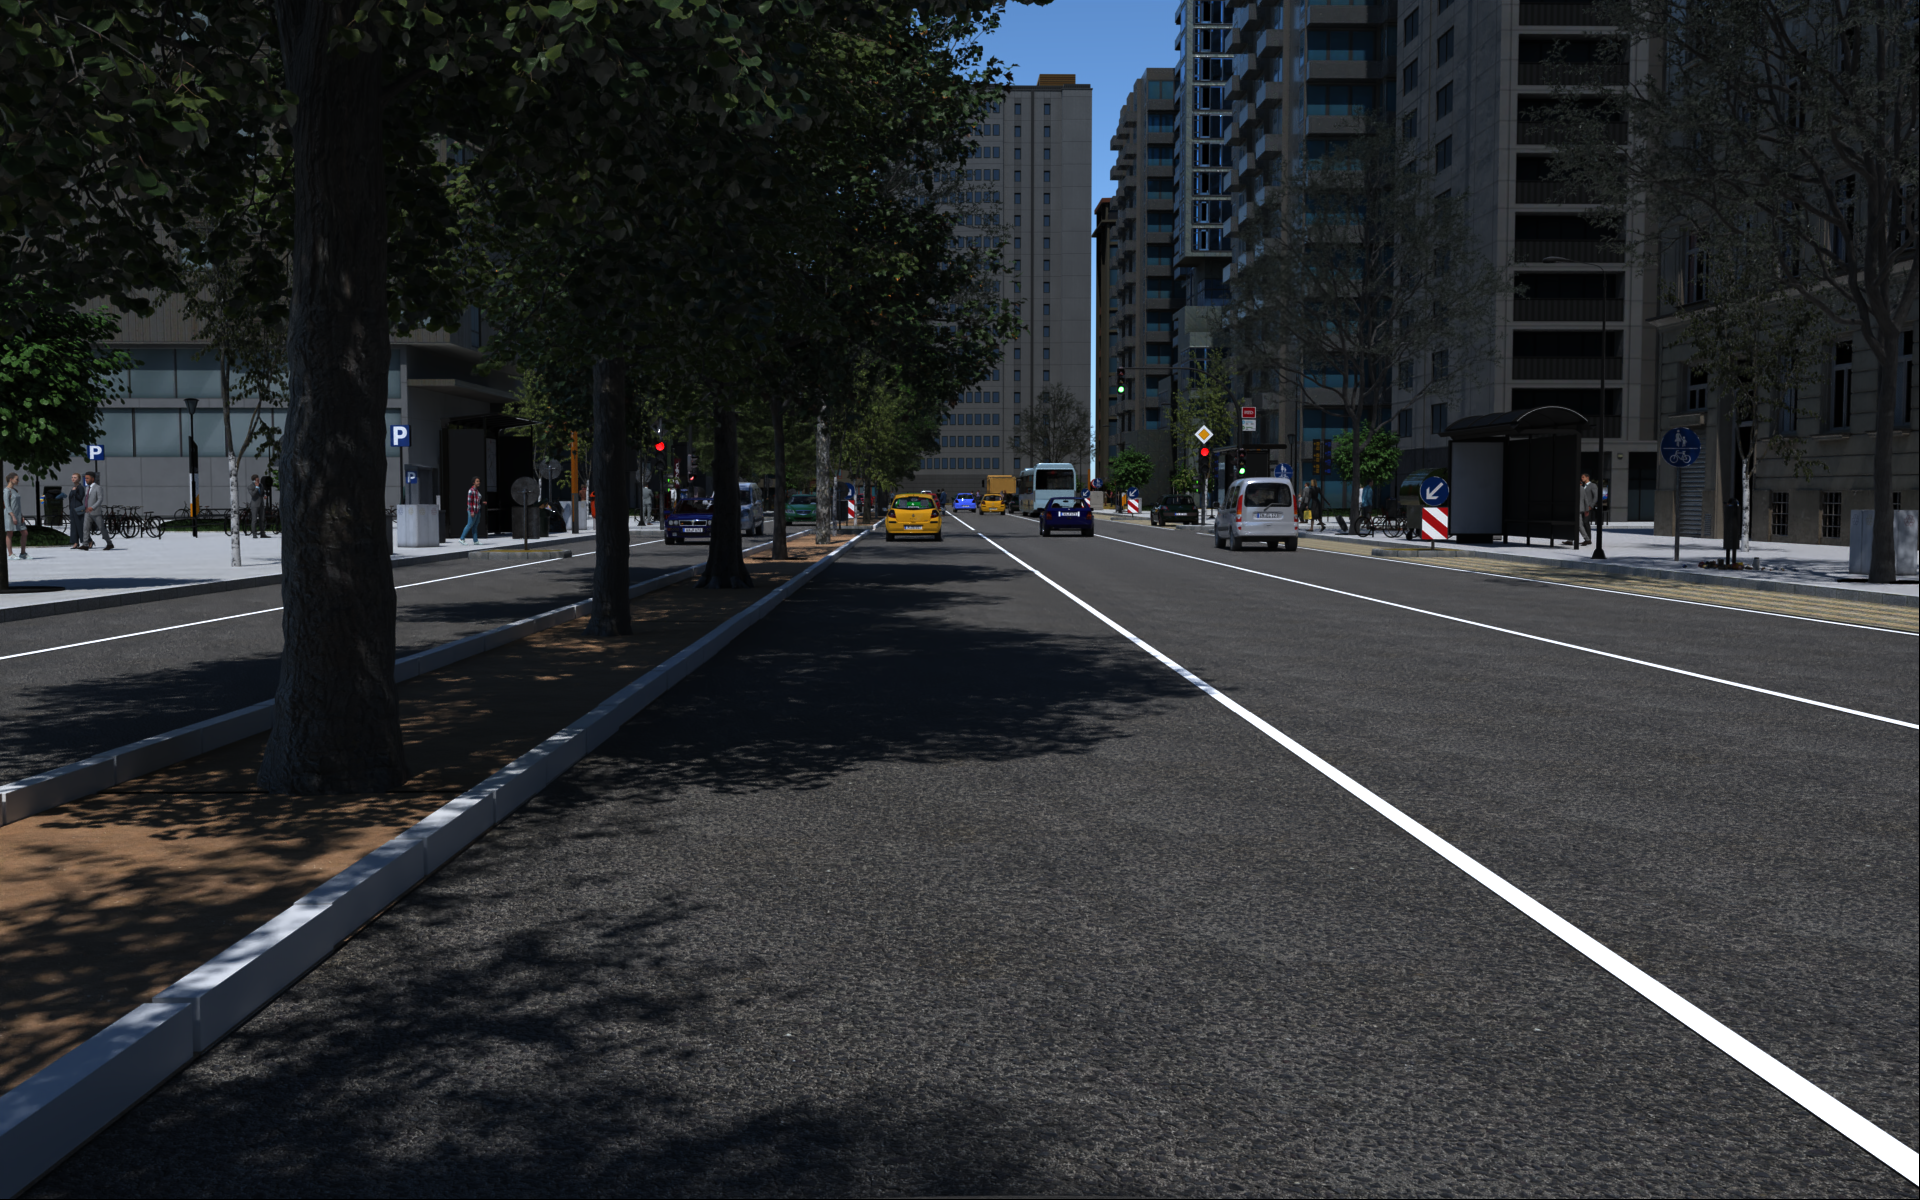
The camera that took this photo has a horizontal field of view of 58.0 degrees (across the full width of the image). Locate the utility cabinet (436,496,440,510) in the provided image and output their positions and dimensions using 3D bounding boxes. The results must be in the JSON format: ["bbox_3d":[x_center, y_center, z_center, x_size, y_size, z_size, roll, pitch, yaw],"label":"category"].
[{"bbox_3d":[-21.163,-3.662,71.035,0.306,1.237,1.020,-2,4,-34],"label":"utility cabinet"}]

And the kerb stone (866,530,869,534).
[{"bbox_3d":[-3.225,-2.199,58.181,0.120,0.150,1.000,0,4,-1],"label":"kerb stone"}]

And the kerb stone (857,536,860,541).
[{"bbox_3d":[-3.035,-1.699,49.975,0.120,0.150,1.000,0,4,-1],"label":"kerb stone"}]

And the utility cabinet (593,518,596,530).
[{"bbox_3d":[-12.493,-3.079,61.499,1.020,1.237,0.306,0,4,-6],"label":"utility cabinet"}]

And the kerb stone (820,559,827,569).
[{"bbox_3d":[-2.633,-0.631,32.562,0.120,0.150,1.000,0,4,-1],"label":"kerb stone"}]

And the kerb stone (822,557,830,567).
[{"bbox_3d":[-2.657,-0.696,33.593,0.120,0.150,1.000,0,4,-1],"label":"kerb stone"}]

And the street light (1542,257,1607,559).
[{"bbox_3d":[12.097,-3.764,34.082,1.470,5.913,1.316,0,4,-1],"label":"street light"}]

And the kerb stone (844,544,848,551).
[{"bbox_3d":[-2.849,-1.198,41.790,0.120,0.150,1.000,0,4,-1],"label":"kerb stone"}]

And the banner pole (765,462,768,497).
[{"bbox_3d":[-14.947,-8.779,133.558,0.401,3.779,0.863,1,4,16],"label":"banner pole"}]

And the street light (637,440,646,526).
[{"bbox_3d":[-12.280,-5.935,69.580,1.470,5.913,1.316,0,4,-1],"label":"street light"}]

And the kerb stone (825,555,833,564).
[{"bbox_3d":[-2.683,-0.760,34.614,0.120,0.150,1.000,0,4,-1],"label":"kerb stone"}]

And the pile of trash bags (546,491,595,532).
[{"bbox_3d":[-13.672,-2.998,58.763,3.447,1.369,1.912,0,4,0],"label":"pile of trash bags"}]

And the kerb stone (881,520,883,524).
[{"bbox_3d":[-3.674,-3.427,78.232,0.120,0.150,1.000,0,4,-1],"label":"kerb stone"}]

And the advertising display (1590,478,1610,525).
[{"bbox_3d":[26.420,-4.056,71.526,0.123,1.923,0.974,-2,4,-27],"label":"advertising display"}]

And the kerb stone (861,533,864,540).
[{"bbox_3d":[-3.101,-1.887,53.045,0.120,0.150,1.000,0,4,-1],"label":"kerb stone"}]

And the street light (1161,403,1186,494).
[{"bbox_3d":[10.922,-7.078,88.264,1.470,5.913,1.316,0,4,-1],"label":"street light"}]

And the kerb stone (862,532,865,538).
[{"bbox_3d":[-3.125,-1.949,54.067,0.120,0.150,1.000,0,4,-1],"label":"kerb stone"}]

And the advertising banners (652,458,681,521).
[{"bbox_3d":[-14.080,-5.325,83.244,0.090,3.025,2.074,2,4,33],"label":"advertising banners"}]

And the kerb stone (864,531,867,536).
[{"bbox_3d":[-3.176,-2.068,56.122,0.120,0.150,1.000,0,4,-1],"label":"kerb stone"}]

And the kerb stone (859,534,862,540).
[{"bbox_3d":[-3.082,-1.819,52.024,0.120,0.150,1.000,0,4,-1],"label":"kerb stone"}]

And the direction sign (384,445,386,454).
[{"bbox_3d":[-23.334,-4.763,69.873,0.379,3.537,0.876,0,4,3],"label":"direction sign"}]

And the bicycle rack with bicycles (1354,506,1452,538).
[{"bbox_3d":[13.499,-2.306,51.093,2.852,0.926,2.925,-2,4,-35],"label":"bicycle rack with bicycles"}]

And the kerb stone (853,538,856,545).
[{"bbox_3d":[-2.959,-1.511,46.905,0.120,0.150,1.000,0,4,-1],"label":"kerb stone"}]

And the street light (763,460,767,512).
[{"bbox_3d":[-13.648,-9.352,125.450,1.470,5.913,1.316,0,4,-1],"label":"street light"}]

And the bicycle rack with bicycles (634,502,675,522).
[{"bbox_3d":[-13.894,-4.113,80.626,2.925,0.926,2.852,-1,4,-21],"label":"bicycle rack with bicycles"}]

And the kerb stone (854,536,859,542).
[{"bbox_3d":[-3.013,-1.637,48.953,0.120,0.150,1.000,0,4,-1],"label":"kerb stone"}]

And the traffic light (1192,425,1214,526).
[{"bbox_3d":[9.850,-4.972,70.205,0.839,4.253,0.868,0,4,-1],"label":"traffic light"}]

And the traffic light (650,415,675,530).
[{"bbox_3d":[-10.625,-4.454,61.739,0.839,4.253,0.868,0,4,-1],"label":"traffic light"}]

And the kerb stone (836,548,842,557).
[{"bbox_3d":[-2.774,-1.008,38.711,0.120,0.150,1.000,0,4,-1],"label":"kerb stone"}]

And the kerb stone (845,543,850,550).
[{"bbox_3d":[-2.873,-1.257,42.814,0.120,0.150,1.000,0,4,-1],"label":"kerb stone"}]

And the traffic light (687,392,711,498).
[{"bbox_3d":[-8.717,-5.819,69.805,4.771,5.953,1.251,0,4,-1],"label":"traffic light"}]

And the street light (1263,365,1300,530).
[{"bbox_3d":[11.535,-5.486,62.243,1.470,5.913,1.316,0,4,-1],"label":"street light"}]

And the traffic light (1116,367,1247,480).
[{"bbox_3d":[7.941,-5.343,62.033,4.771,5.953,1.251,0,4,-1],"label":"traffic light"}]

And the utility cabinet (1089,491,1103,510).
[{"bbox_3d":[10.789,-7.865,137.267,1.173,1.500,0.318,-2,4,-25],"label":"utility cabinet"}]

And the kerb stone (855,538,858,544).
[{"bbox_3d":[-2.985,-1.572,47.927,0.120,0.150,1.000,0,4,-1],"label":"kerb stone"}]

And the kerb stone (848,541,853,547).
[{"bbox_3d":[-2.921,-1.382,44.859,0.120,0.150,1.000,0,4,-1],"label":"kerb stone"}]

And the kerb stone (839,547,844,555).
[{"bbox_3d":[-2.802,-1.073,39.741,0.120,0.150,1.000,0,4,-1],"label":"kerb stone"}]

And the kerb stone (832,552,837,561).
[{"bbox_3d":[-2.735,-0.879,36.658,0.120,0.150,1.000,0,4,-1],"label":"kerb stone"}]

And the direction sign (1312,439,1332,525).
[{"bbox_3d":[14.926,-4.861,71.471,0.876,3.537,0.379,-1,4,-21],"label":"direction sign"}]

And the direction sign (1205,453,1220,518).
[{"bbox_3d":[13.265,-6.061,91.092,0.876,3.537,0.379,2,4,32],"label":"direction sign"}]

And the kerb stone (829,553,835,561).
[{"bbox_3d":[-2.706,-0.822,35.636,0.120,0.150,1.000,0,4,-1],"label":"kerb stone"}]

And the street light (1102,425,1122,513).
[{"bbox_3d":[10.279,-8.816,116.686,1.470,5.913,1.316,0,4,-1],"label":"street light"}]

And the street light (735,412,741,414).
[{"bbox_3d":[-12.985,-7.644,97.515,1.470,5.913,1.316,0,4,-1],"label":"street light"}]

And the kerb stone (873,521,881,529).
[{"bbox_3d":[-3.602,-3.240,75.163,0.120,0.150,1.000,0,4,-1],"label":"kerb stone"}]

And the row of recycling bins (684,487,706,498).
[{"bbox_3d":[-14.850,-5.457,96.333,1.069,1.692,3.534,-1,4,-17],"label":"row of recycling bins"}]

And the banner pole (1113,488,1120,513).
[{"bbox_3d":[10.923,-7.856,118.468,0.863,3.779,0.401,1,4,12],"label":"banner pole"}]

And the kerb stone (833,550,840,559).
[{"bbox_3d":[-2.753,-0.947,37.686,0.120,0.150,1.000,0,4,-1],"label":"kerb stone"}]

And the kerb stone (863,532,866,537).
[{"bbox_3d":[-3.146,-2.012,55.091,0.120,0.150,1.000,0,4,-1],"label":"kerb stone"}]

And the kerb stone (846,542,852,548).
[{"bbox_3d":[-2.889,-1.324,43.836,0.120,0.150,1.000,0,4,-1],"label":"kerb stone"}]

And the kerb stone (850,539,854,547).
[{"bbox_3d":[-2.946,-1.449,45.883,0.120,0.150,1.000,0,4,-1],"label":"kerb stone"}]

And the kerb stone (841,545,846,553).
[{"bbox_3d":[-2.826,-1.136,40.762,0.120,0.150,1.000,0,4,-1],"label":"kerb stone"}]

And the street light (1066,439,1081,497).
[{"bbox_3d":[9.591,-10.570,145.360,1.470,5.913,1.316,0,4,-1],"label":"street light"}]

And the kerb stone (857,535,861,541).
[{"bbox_3d":[-3.060,-1.759,51.002,0.120,0.150,1.000,0,4,-1],"label":"kerb stone"}]

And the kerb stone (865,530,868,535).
[{"bbox_3d":[-3.195,-2.138,57.153,0.120,0.150,1.000,0,4,-1],"label":"kerb stone"}]
